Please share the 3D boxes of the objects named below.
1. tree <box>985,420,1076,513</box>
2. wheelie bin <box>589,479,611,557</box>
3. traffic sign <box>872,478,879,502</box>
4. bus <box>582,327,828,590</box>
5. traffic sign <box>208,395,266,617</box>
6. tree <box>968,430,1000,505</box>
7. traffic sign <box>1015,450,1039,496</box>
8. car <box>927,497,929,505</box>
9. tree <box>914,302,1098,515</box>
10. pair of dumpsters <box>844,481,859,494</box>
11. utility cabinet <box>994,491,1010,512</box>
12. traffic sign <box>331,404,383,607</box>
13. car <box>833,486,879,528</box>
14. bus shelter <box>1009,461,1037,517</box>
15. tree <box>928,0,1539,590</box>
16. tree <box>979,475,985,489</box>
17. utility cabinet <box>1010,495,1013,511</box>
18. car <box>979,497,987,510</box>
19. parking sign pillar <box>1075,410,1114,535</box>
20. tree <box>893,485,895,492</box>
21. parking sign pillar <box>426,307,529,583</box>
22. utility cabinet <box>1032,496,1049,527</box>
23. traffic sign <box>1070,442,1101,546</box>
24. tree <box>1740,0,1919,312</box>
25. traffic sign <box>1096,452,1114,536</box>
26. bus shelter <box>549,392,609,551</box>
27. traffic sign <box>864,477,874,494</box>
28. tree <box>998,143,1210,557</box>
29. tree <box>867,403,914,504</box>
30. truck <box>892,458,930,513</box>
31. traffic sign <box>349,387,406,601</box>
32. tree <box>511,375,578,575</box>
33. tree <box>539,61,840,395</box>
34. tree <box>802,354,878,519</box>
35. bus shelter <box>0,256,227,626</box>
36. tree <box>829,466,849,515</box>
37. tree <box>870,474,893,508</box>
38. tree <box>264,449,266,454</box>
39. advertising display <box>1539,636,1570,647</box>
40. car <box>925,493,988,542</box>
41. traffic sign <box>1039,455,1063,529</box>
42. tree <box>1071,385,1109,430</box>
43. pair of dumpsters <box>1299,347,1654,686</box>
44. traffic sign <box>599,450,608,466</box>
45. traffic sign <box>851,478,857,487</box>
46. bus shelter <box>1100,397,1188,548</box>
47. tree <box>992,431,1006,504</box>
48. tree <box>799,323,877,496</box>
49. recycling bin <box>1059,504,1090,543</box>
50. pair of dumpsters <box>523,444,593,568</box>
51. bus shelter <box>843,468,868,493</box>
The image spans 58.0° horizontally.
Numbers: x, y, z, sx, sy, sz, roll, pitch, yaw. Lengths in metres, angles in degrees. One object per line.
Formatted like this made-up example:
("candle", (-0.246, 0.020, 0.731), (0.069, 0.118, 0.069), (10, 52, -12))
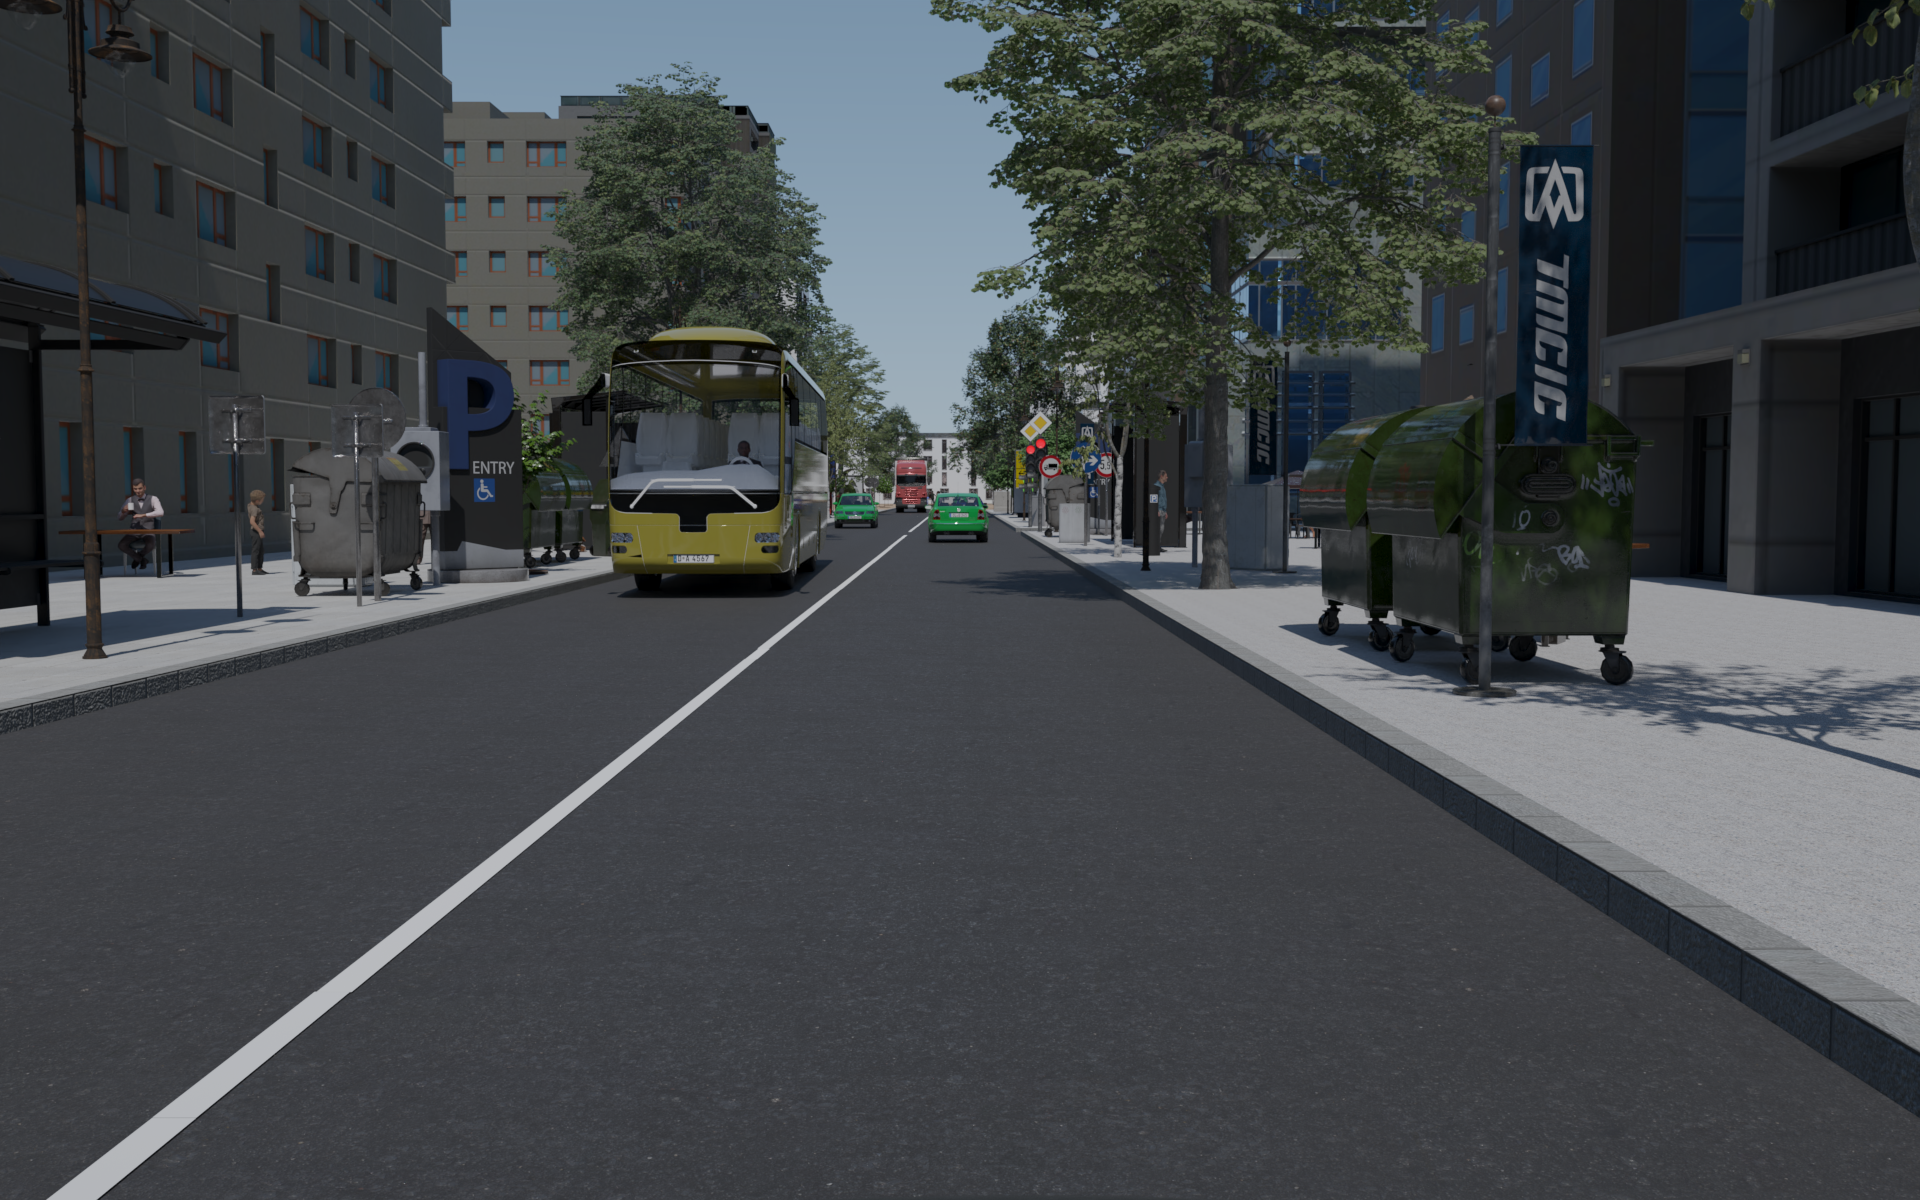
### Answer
("tree", (4.119, -5.716, 77.171), (4.285, 4.588, 4.351), (0, 3, 0))
("wheelie bin", (-7.250, -1.704, 35.772), (0.980, 1.594, 0.693), (3, 5, 40))
("traffic sign", (-6.732, -8.335, 136.376), (0.768, 2.556, 0.104), (0, 4, 6))
("bus", (-3.775, -2.304, 29.213), (2.896, 3.916, 12.252), (0, 4, -2))
("traffic sign", (-7.513, -0.971, 18.009), (0.606, 2.300, 0.079), (0, 4, 6))
("tree", (4.176, -16.248, 200.063), (7.601, 10.594, 8.767), (3, 5, 41))
("traffic sign", (3.655, -5.229, 79.373), (2.265, 3.308, 0.079), (0, 4, 7))
("car", (-4.228, -10.593, 182.785), (1.945, 1.707, 3.694), (0, 4, 2))
("tree", (3.649, -11.429, 103.878), (9.611, 12.733, 9.660), (0, 3, 0))
("pair of dumpsters", (-8.360, -7.734, 128.946), (1.574, 2.255, 4.437), (0, 4, 0))
("utility cabinet", (3.026, -7.105, 124.849), (1.173, 1.500, 0.318), (0, 4, -8))
("traffic sign", (-6.843, -1.073, 19.675), (0.606, 2.300, 0.079), (0, 4, 6))
("car", (-4.399, -3.965, 73.621), (1.959, 1.807, 4.718), (0, 4, -1))
("bus shelter", (3.698, -6.056, 92.931), (2.014, 3.302, 5.546), (0, 3, 0))
("tree", (3.495, -6.391, 22.628), (7.486, 12.596, 7.792), (0, 3, 0))
("tree", (3.482, -8.140, 116.797), (4.285, 4.588, 4.351), (0, 3, 0))
("utility cabinet", (3.726, -7.214, 129.118), (1.020, 1.237, 0.306), (-1, 4, -20))
("car", (0.504, -4.964, 93.748), (1.945, 1.354, 3.894), (0, 4, -1))
("parking sign pillar", (4.306, -4.083, 55.236), (1.447, 3.967, 1.447), (1, 4, 15))
("tree", (-8.010, -11.954, 190.041), (1.663, 3.219, 1.824), (0, 3, 0))
("parking sign pillar", (-7.111, -2.262, 25.448), (1.447, 3.967, 1.447), (3, 5, 44))
("utility cabinet", (3.203, -3.525, 68.789), (0.306, 1.237, 1.020), (-2, 4, -28))
("traffic sign", (3.101, -2.604, 42.677), (0.768, 2.556, 0.104), (1, 4, 9))
("tree", (4.635, -3.490, 7.422), (4.737, 8.622, 4.395), (0, 3, 0))
("traffic sign", (4.478, -3.229, 52.901), (0.768, 2.556, 0.104), (0, 4, 0))
("bus shelter", (-8.449, -3.119, 42.275), (1.731, 3.624, 6.357), (0, 3, 0))
("traffic sign", (-6.803, -7.922, 129.632), (0.768, 2.556, 0.104), (0, 4, 6))
("tree", (3.315, -5.180, 35.062), (4.737, 8.622, 4.395), (0, 3, 0))
("tree", (-7.883, -18.355, 217.115), (9.611, 12.733, 9.660), (0, 3, 0))
("truck", (-3.843, -8.953, 135.301), (2.839, 4.237, 11.283), (0, 4, -2))
("traffic sign", (-6.977, -1.258, 20.679), (0.768, 2.556, 0.104), (1, 4, 8))
("tree", (-7.256, -2.032, 27.826), (1.663, 3.219, 1.824), (0, 3, 0))
("tree", (-7.834, -8.880, 51.839), (9.857, 13.997, 8.962), (0, 3, 0))
("tree", (-6.687, -8.535, 89.915), (4.737, 8.622, 4.395), (0, 3, 0))
("bus shelter", (-8.192, -1.247, 14.318), (2.014, 3.302, 5.546), (0, 4, 0))
("tree", (-7.724, -6.743, 104.851), (1.663, 3.219, 1.824), (0, 3, 0))
("tree", (-8.018, -10.899, 172.795), (1.663, 3.219, 1.824), (0, 3, 0))
("tree", (-23.317, -3.775, 56.324), (1.663, 3.219, 1.824), (0, 3, 0))
("advertising display", (5.132, -0.591, 14.874), (0.123, 1.923, 0.974), (2, 4, 30))
("car", (-0.089, -2.683, 52.662), (1.959, 1.807, 4.718), (0, 4, -1))
("traffic sign", (2.952, -3.444, 56.410), (0.768, 2.556, 0.104), (0, 4, 1))
("tree", (7.850, -9.976, 113.464), (4.360, 8.622, 3.978), (0, 3, 0))
("pair of dumpsters", (3.874, -0.679, 13.594), (1.574, 2.255, 4.437), (0, 3, 0))
("traffic sign", (-6.545, -2.046, 33.450), (0.884, 2.594, 0.081), (0, 4, 7))
("traffic sign", (-8.391, -8.222, 134.440), (0.884, 2.594, 0.081), (0, 4, 8))
("bus shelter", (4.640, -3.244, 44.321), (1.731, 3.624, 6.357), (0, 4, 0))
("tree", (4.077, -12.786, 159.408), (4.360, 8.622, 3.978), (0, 3, 0))
("tree", (-8.346, -12.068, 115.443), (7.486, 12.596, 7.792), (0, 3, 0))
("recycling bin", (3.026, -2.026, 45.683), (0.722, 1.027, 0.722), (1, 4, 14))
("pair of dumpsters", (-7.954, -1.793, 31.814), (1.574, 2.255, 4.437), (0, 3, 0))
("bus shelter", (-8.393, -8.824, 138.204), (2.014, 3.302, 5.546), (0, 4, 0))
